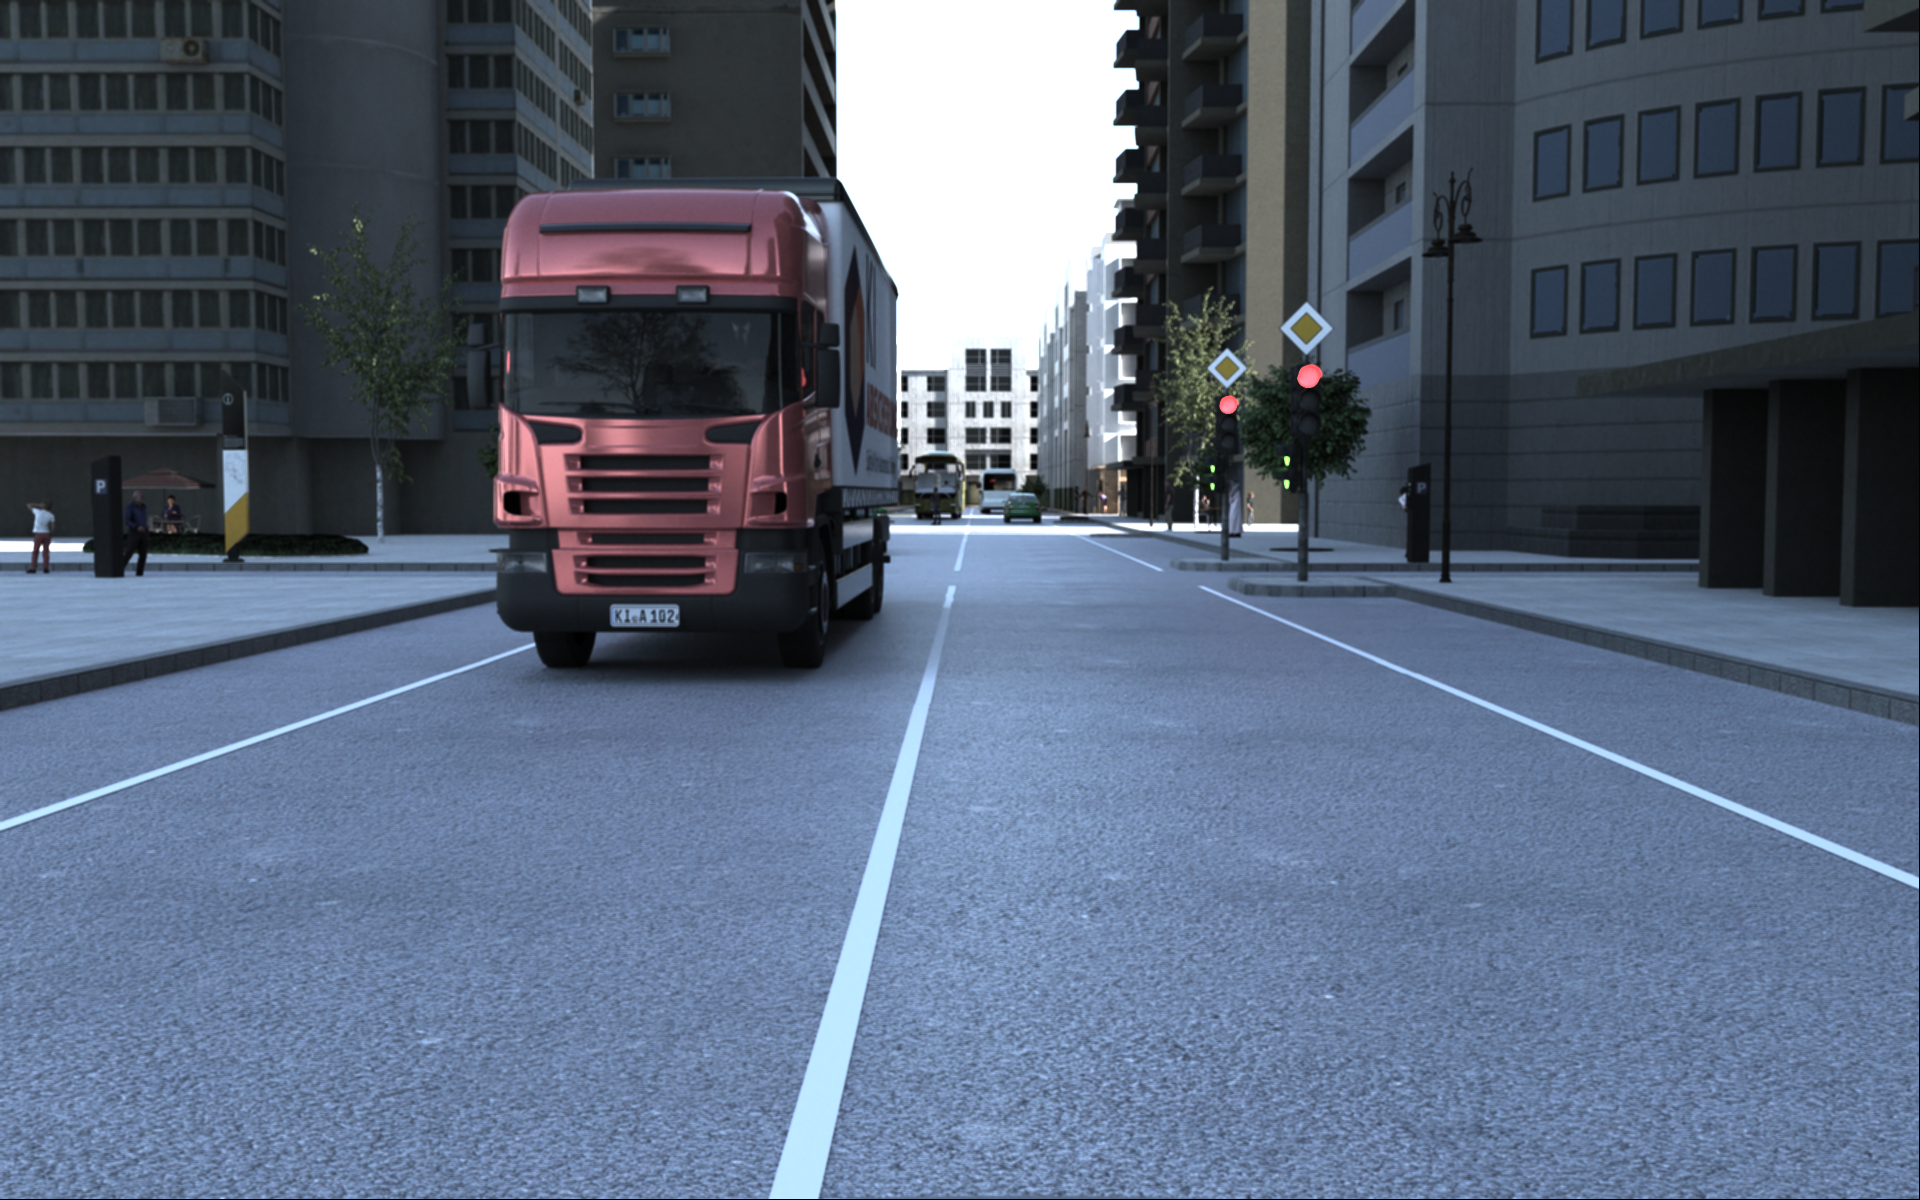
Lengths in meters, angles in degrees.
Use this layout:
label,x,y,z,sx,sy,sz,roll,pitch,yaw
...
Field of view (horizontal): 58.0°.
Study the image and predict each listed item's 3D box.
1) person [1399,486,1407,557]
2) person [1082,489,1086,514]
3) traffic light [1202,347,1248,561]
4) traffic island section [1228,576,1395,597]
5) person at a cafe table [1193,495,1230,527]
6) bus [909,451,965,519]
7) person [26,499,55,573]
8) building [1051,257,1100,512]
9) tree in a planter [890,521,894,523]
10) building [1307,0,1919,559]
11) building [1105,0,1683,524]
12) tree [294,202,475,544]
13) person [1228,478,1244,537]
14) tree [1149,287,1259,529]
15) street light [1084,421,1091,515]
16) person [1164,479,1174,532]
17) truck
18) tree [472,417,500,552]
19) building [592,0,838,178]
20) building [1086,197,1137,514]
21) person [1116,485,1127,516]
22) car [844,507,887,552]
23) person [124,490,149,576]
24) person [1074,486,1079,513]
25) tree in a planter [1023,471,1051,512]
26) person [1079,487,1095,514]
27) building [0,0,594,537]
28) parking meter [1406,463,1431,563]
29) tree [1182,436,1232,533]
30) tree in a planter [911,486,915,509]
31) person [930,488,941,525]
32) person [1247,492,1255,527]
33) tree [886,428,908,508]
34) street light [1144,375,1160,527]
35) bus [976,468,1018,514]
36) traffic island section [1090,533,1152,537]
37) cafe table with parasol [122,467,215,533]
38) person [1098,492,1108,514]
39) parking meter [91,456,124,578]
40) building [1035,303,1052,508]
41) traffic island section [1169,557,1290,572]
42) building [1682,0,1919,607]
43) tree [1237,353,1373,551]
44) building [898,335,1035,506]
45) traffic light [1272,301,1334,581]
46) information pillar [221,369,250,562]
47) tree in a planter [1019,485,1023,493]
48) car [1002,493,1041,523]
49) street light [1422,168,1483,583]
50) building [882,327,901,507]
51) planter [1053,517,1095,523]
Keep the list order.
label,x,y,z,sx,sy,sz,roll,pitch,yaw
person,9.150,-1.584,35.133,0.799,1.438,0.628,3,5,44
person,7.974,-6.408,111.523,0.721,1.735,1.217,0,4,7
traffic light,5.102,-2.718,33.361,0.839,4.253,0.868,0,4,1
traffic island section,5.066,-0.196,25.490,2.009,0.180,2.903,0,4,1
person at a cafe table,10.120,-3.539,68.720,1.726,1.238,1.698,0,4,6
bus,-1.180,-6.821,103.072,2.896,3.916,12.252,0,4,2
person,-16.691,-1.163,31.428,0.340,1.345,0.435,3,5,43
building,16.581,-16.588,137.668,16.747,18.905,31.486,0,4,1
tree in a planter,-4.301,-5.462,86.530,1.991,3.239,1.994,0,4,1
building,24.420,-30.570,41.820,28.212,58.520,21.231,0,4,1
building,19.088,-26.374,85.833,22.147,44.769,28.867,0,4,1
tree,-14.810,-5.775,44.781,4.737,8.622,4.395,0,3,0
person,8.113,-2.725,51.258,0.621,1.740,0.551,0,4,-8
tree,8.698,-6.871,62.696,4.737,8.622,4.395,0,3,0
street light,7.851,-8.223,107.232,0.468,5.910,1.993,0,4,1
person,7.110,-3.243,59.202,0.434,1.807,0.598,2,4,27
truck,-2.200,-1.760,17.687,2.839,4.237,11.283,0,4,2
tree,-9.819,-2.683,38.471,1.663,3.219,1.824,0,3,0
building,-17.992,-28.630,91.807,21.300,48.544,21.600,0,4,1
building,16.634,-15.891,116.236,16.016,20.091,11.380,0,4,1
person,9.564,-5.874,102.232,0.875,1.805,0.789,1,4,8
car,-2.698,-1.995,41.410,1.959,1.807,4.718,0,4,0
person,-13.335,-1.030,28.037,0.600,1.496,0.574,3,5,40
person,7.959,-6.818,117.528,0.705,1.822,1.348,0,4,5
tree in a planter,6.115,-8.439,135.195,1.991,3.239,1.994,0,4,1
person,8.040,-6.333,110.106,1.217,1.766,0.721,3,5,40
building,-26.164,-22.477,59.375,32.217,40.220,23.993,0,4,1
parking meter,8.555,-1.630,32.358,0.399,1.863,0.255,0,4,-6
tree,8.130,-3.829,57.213,1.663,3.219,1.824,0,3,0
tree in a planter,-3.577,-10.140,163.014,1.991,3.239,1.994,0,4,1
person,-1.163,-4.393,81.139,0.431,1.722,0.655,2,4,29
person,11.272,-3.491,67.026,0.340,1.345,0.435,0,4,4
tree,-7.140,-13.061,163.907,4.737,8.622,4.395,0,3,0
street light,7.483,-5.797,67.572,0.468,5.910,1.993,0,4,1
bus,2.797,-8.290,130.399,2.948,3.499,13.247,0,4,0
traffic island section,5.366,-2.157,58.139,1.991,0.108,1.994,0,4,1
cafe table with parasol,-20.509,-2.434,44.667,2.610,1.966,2.610,-3,4,-37
person,9.152,-6.213,110.859,0.697,1.427,0.421,-1,4,-9
parking meter,-13.108,-1.279,26.622,0.399,1.863,0.255,1,4,17
building,16.514,-18.510,169.097,16.747,18.905,31.486,0,4,1
traffic island section,5.142,-0.685,33.475,2.009,0.180,2.903,0,4,1
building,19.673,-21.728,9.876,22.147,44.769,28.867,0,4,1
tree,7.734,-3.394,39.213,4.285,4.588,4.351,0,3,0
building,-0.980,-20.493,201.524,31.486,18.905,16.747,0,4,1
traffic light,5.026,-2.230,25.377,0.839,4.253,0.868,0,4,1
information pillar,-13.608,-2.517,32.507,0.504,3.616,0.183,1,4,12
tree in a planter,6.361,-10.087,162.138,1.991,3.239,1.994,0,4,1
car,3.125,-4.788,87.080,1.959,1.807,4.718,0,4,0
street light,7.055,-3.193,24.993,0.468,5.910,1.993,0,4,1
building,-11.944,-19.609,177.034,11.380,20.091,16.016,0,4,1
planter,5.642,-3.964,85.956,1.991,0.319,1.994,0,4,1
